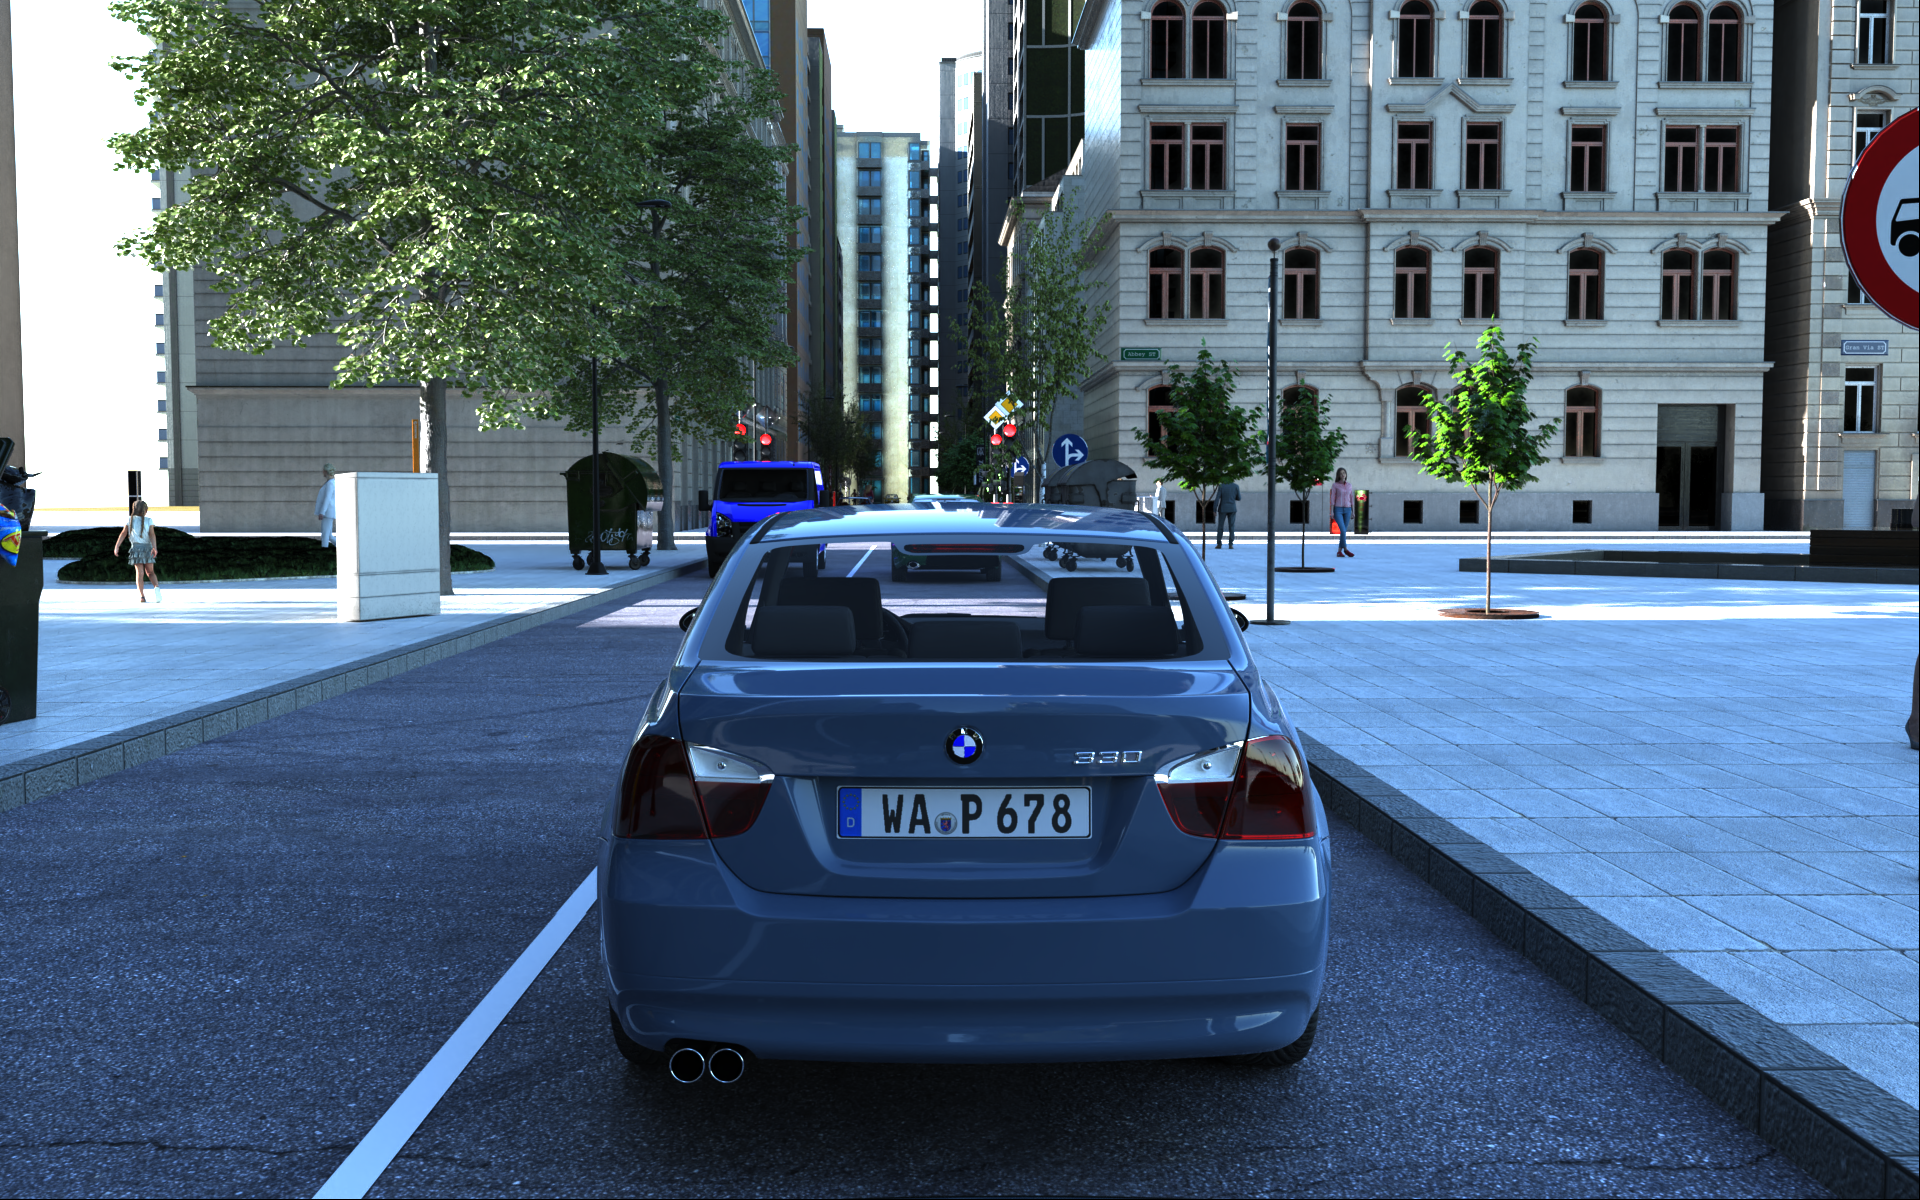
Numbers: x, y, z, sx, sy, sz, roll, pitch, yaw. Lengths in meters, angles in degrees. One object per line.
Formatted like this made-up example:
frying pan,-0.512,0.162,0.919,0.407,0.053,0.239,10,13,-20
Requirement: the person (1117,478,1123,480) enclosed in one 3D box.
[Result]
person,4.989,-2.922,54.155,0.374,1.781,0.599,1,4,20

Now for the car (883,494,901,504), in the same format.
car,-7.783,-11.495,198.165,2.015,1.641,3.980,0,4,-2

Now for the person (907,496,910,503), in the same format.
person,-2.798,-5.028,94.985,0.640,1.303,0.475,-2,4,-34

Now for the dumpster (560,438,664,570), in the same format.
dumpster,-6.002,-1.676,29.893,1.502,2.255,1.985,0,4,-2

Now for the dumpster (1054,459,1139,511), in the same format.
dumpster,2.332,-1.437,29.254,1.264,1.857,1.865,0,4,-1

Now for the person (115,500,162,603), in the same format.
person,-9.672,-0.570,20.375,0.505,1.210,0.382,-1,4,-22

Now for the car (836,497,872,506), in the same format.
car,-4.037,-3.278,66.170,1.945,1.354,3.894,0,4,-3

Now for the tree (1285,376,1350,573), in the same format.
tree,5.564,-2.085,28.697,1.663,3.219,1.824,0,3,0

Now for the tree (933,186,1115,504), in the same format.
tree,1.909,-5.599,41.906,4.737,8.622,4.395,0,3,0

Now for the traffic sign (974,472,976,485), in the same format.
traffic sign,0.927,-4.722,79.332,0.606,2.300,0.079,0,4,-1

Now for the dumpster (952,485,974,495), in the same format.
dumpster,0.282,-6.581,110.089,1.502,2.255,1.985,0,4,-1

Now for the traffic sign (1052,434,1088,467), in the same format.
traffic sign,2.324,-2.238,36.697,0.768,2.556,0.104,0,4,-1

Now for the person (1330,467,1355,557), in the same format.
person,7.759,-1.783,35.212,0.555,1.821,0.388,-2,4,-26

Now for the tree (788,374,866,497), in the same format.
tree,-8.469,-9.584,107.064,4.360,8.622,3.978,0,3,0

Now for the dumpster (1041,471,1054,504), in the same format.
dumpster,2.267,-1.711,33.727,1.264,1.857,1.865,0,4,-1

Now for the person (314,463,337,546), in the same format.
person,-11.508,-1.580,31.752,0.818,1.842,0.514,-3,5,-40

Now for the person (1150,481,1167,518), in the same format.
person,6.466,-3.081,56.621,0.583,1.804,0.606,2,4,30

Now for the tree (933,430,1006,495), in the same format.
tree,0.696,-6.692,93.121,4.285,4.588,4.351,0,3,0

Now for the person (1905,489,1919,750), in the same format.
person,5.074,-0.145,8.761,0.599,1.781,0.374,0,4,-8

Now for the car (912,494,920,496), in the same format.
car,-3.383,-8.479,147.429,1.959,1.807,4.718,0,4,0

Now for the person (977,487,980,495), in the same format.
person,0.968,-4.501,80.639,0.522,1.701,0.512,2,4,30

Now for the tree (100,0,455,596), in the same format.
tree,-6.836,-6.356,22.046,7.486,12.596,7.792,0,3,0

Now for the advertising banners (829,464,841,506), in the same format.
advertising banners,-7.359,-6.449,101.625,0.090,3.025,2.074,-1,4,-22

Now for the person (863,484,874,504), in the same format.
person,-3.733,-3.789,70.432,0.573,1.828,0.580,-3,5,-39

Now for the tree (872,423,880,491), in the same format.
tree,-8.878,-11.289,134.940,4.737,8.622,4.395,0,3,0

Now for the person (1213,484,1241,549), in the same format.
person,6.257,-2.107,40.676,0.661,1.801,0.590,0,4,-7

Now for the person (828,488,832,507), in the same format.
person,-10.123,-7.903,135.770,0.721,1.766,1.217,0,4,-7

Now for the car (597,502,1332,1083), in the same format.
car,0.013,0.389,5.641,2.014,1.417,4.499,0,3,0

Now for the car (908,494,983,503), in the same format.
car,-0.254,-1.103,29.826,2.131,1.459,4.920,0,4,-1

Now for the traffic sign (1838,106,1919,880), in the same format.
traffic sign,3.225,-0.340,5.668,0.768,2.556,0.104,0,4,3

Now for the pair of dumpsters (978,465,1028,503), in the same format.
pair of dumpsters,1.493,-3.543,60.423,1.574,2.255,4.437,0,4,-1

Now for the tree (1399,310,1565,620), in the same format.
tree,5.669,-1.442,18.176,1.663,3.219,1.824,0,3,0

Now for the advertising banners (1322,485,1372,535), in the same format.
advertising banners,11.997,-3.587,54.841,2.074,3.025,0.090,2,4,24

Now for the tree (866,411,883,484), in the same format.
tree,-8.031,-10.342,119.457,4.360,8.622,3.978,0,3,0

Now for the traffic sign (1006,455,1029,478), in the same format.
traffic sign,1.879,-3.471,56.852,0.768,2.556,0.104,0,4,1

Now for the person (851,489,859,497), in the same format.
person,-9.727,-9.438,161.059,1.217,1.736,0.721,3,5,41

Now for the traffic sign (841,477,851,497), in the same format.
traffic sign,-8.512,-7.922,129.637,0.768,2.556,0.104,0,4,1

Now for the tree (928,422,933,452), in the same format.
tree,0.296,-10.066,114.948,4.737,8.622,4.395,0,3,0

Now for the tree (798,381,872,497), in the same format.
tree,-8.499,-10.003,113.906,4.737,8.622,4.395,0,3,0

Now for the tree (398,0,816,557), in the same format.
tree,-6.909,-7.394,39.022,7.486,12.596,7.792,0,3,0

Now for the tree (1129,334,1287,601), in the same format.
tree,2.859,-1.623,21.135,1.663,3.219,1.824,0,3,0
